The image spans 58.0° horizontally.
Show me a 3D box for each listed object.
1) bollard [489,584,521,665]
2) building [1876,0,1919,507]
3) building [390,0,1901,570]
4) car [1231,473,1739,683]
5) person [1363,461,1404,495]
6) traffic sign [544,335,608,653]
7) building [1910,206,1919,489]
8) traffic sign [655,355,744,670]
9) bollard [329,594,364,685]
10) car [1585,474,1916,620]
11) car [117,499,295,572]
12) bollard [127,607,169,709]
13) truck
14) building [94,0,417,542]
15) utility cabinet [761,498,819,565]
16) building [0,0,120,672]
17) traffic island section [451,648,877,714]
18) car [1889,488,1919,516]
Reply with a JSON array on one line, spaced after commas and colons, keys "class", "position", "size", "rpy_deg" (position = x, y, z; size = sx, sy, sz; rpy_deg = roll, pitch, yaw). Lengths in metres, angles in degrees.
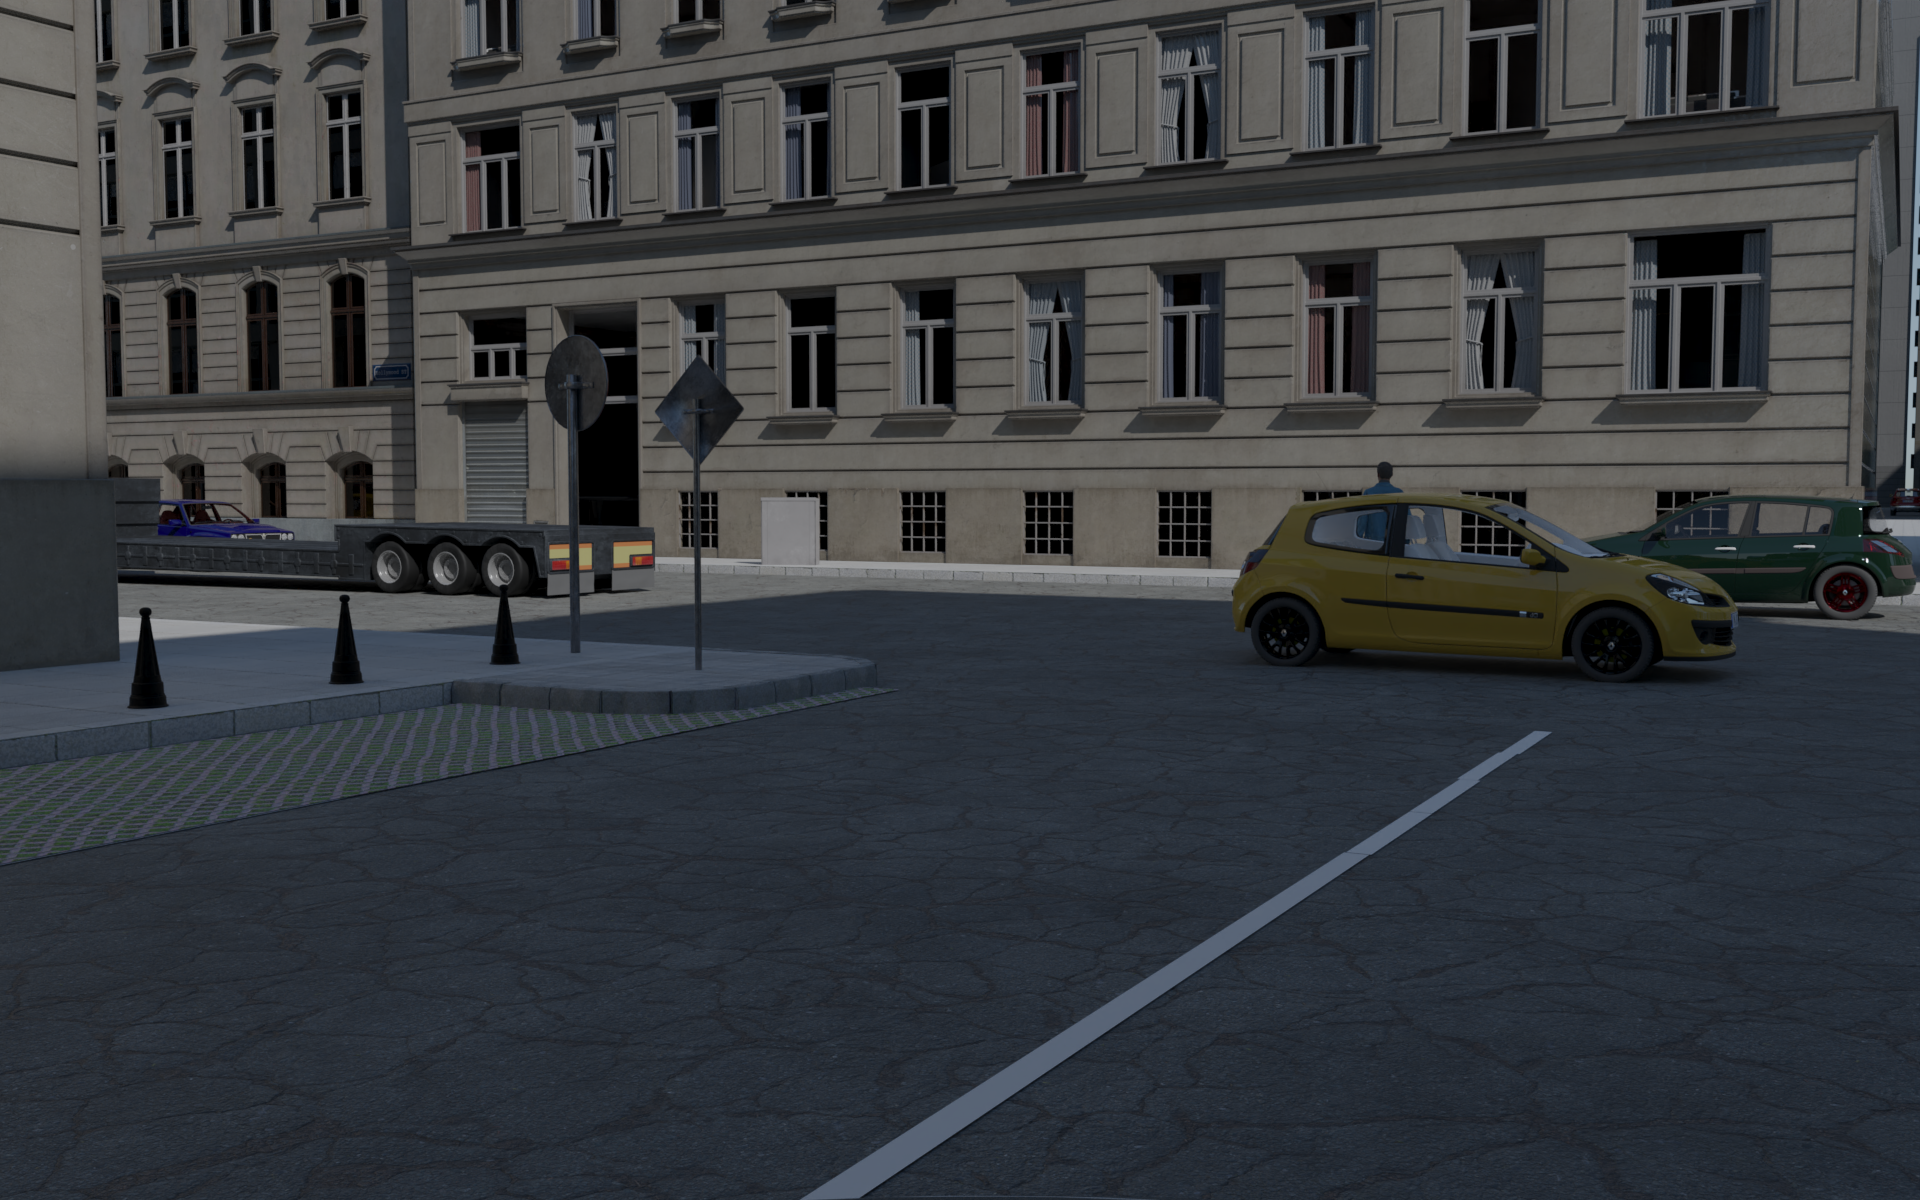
[{"class": "bollard", "position": [-3.443, 0.181, 13.088], "size": [0.229, 0.601, 0.229], "rpy_deg": [0, 3, 0]}, {"class": "building", "position": [82.844, -38.978, 179.295], "size": [28.212, 58.520, 21.231], "rpy_deg": [2, 4, 29]}, {"class": "building", "position": [3.893, -12.480, 37.324], "size": [30.059, 22.955, 16.112], "rpy_deg": [2, 4, 29]}, {"class": "car", "position": [4.299, -0.255, 14.392], "size": [3.980, 1.641, 2.015], "rpy_deg": [2, 4, 29]}, {"class": "person", "position": [4.583, -0.604, 18.713], "size": [0.601, 1.785, 0.444], "rpy_deg": [1, 4, 10]}, {"class": "traffic sign", "position": [-3.109, -0.845, 13.924], "size": [0.768, 2.556, 0.104], "rpy_deg": [3, 4, 38]}, {"class": "building", "position": [104.735, -33.241, 167.195], "size": [21.600, 48.544, 21.300], "rpy_deg": [2, 4, 29]}, {"class": "traffic sign", "position": [-1.904, -0.546, 12.570], "size": [0.795, 2.450, 0.064], "rpy_deg": [2, 4, 29]}, {"class": "bollard", "position": [-4.170, 0.262, 11.751], "size": [0.229, 0.601, 0.229], "rpy_deg": [0, 3, 0]}, {"class": "car", "position": [9.172, -0.682, 20.942], "size": [4.222, 1.686, 2.009], "rpy_deg": [2, 4, 27]}, {"class": "car", "position": [-14.496, -1.247, 32.970], "size": [3.894, 1.354, 1.945], "rpy_deg": [2, 4, 30]}, {"class": "bollard", "position": [-4.895, 0.344, 10.424], "size": [0.229, 0.601, 0.229], "rpy_deg": [0, 3, 0]}, {"class": "truck", "position": [-13.374, -2.385, 28.748], "size": [18.799, 4.110, 2.967], "rpy_deg": [2, 4, 27]}, {"class": "building", "position": [-25.101, -14.261, 52.246], "size": [34.723, 24.649, 14.460], "rpy_deg": [2, 4, 29]}, {"class": "utility cabinet", "position": [-3.075, -1.238, 31.398], "size": [1.020, 1.237, 0.306], "rpy_deg": [1, 4, 9]}, {"class": "building", "position": [-22.436, -10.995, 13.060], "size": [30.059, 22.955, 16.112], "rpy_deg": [2, 4, 29]}, {"class": "traffic island section", "position": [-1.929, 0.589, 12.644], "size": [2.009, 0.180, 2.903], "rpy_deg": [2, 4, 29]}, {"class": "car", "position": [62.932, -6.499, 114.927], "size": [2.281, 1.827, 5.304], "rpy_deg": [2, 4, 29]}]
